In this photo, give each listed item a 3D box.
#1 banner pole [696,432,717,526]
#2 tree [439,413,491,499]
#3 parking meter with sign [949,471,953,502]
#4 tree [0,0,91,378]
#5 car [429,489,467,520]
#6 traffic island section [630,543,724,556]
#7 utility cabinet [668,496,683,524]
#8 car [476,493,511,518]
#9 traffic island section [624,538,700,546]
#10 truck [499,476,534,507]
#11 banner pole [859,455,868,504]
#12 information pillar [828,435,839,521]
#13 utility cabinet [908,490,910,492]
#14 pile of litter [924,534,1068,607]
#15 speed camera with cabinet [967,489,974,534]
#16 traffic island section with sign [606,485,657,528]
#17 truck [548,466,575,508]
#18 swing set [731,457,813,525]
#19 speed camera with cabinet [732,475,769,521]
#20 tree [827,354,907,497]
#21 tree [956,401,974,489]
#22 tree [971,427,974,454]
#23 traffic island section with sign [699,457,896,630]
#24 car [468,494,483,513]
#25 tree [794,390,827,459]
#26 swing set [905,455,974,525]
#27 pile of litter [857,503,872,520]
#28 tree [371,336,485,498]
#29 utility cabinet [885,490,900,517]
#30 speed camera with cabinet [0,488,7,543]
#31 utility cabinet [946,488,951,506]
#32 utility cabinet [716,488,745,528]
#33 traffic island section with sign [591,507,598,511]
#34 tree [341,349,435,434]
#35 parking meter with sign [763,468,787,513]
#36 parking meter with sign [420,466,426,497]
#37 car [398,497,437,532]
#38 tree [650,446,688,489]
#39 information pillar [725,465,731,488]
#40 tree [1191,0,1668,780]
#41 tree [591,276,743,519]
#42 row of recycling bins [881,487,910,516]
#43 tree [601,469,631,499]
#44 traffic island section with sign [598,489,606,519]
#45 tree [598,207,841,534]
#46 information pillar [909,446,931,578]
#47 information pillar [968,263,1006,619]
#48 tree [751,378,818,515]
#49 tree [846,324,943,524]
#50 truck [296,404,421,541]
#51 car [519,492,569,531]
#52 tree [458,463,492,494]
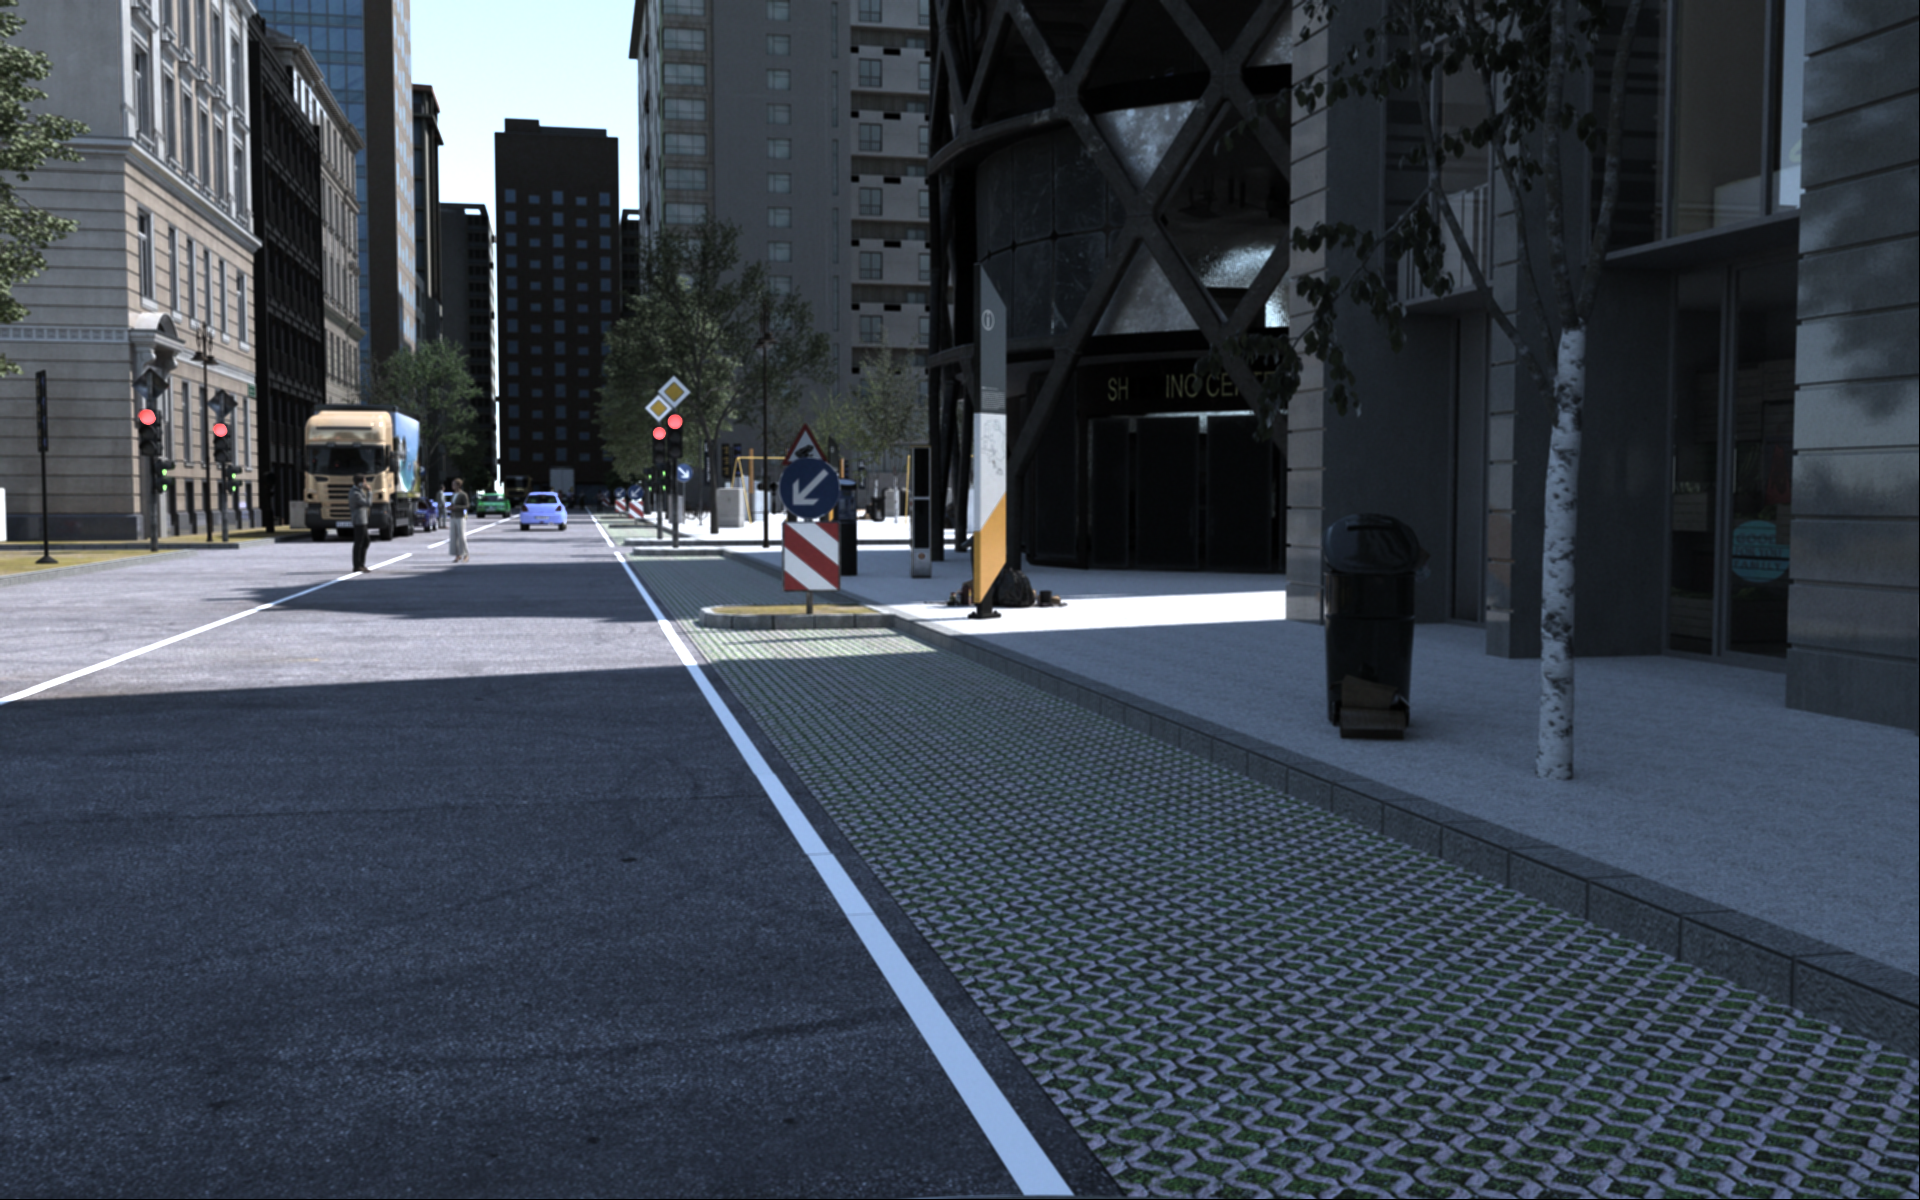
[{"bbox_3d":[-10.286,-4.900,70.136,0.863,3.779,0.401,0,4,-3],"label":"banner pole"},{"bbox_3d":[-46.875,-13.123,164.925,4.737,8.622,4.395,0,3,0],"label":"tree"},{"bbox_3d":[-0.178,-6.119,96.303,0.543,3.016,1.738,1,4,12],"label":"parking meter with sign"},{"bbox_3d":[-15.627,-6.429,23.240,7.486,12.596,7.792,0,3,0],"label":"tree"},{"bbox_3d":[-27.995,-5.208,94.735,1.945,1.707,3.694,-1,4,-10],"label":"car"},{"bbox_3d":[-6.731,-1.154,41.143,2.009,0.180,2.903,-1,4,-12],"label":"traffic island section"},{"bbox_3d":[-12.397,-3.935,75.501,0.306,1.237,1.020,-2,4,-31],"label":"utility cabinet"},{"bbox_3d":[-28.298,-5.889,105.076,1.959,1.807,4.718,-1,4,-11],"label":"car"},{"bbox_3d":[-8.455,-1.631,48.941,2.009,0.180,2.903,-1,4,-12],"label":"traffic island section"},{"bbox_3d":[-46.758,-11.471,183.466,3.469,3.379,9.791,-1,4,-11],"label":"truck"},{"bbox_3d":[-6.099,-7.370,110.510,0.863,3.779,0.401,1,4,18],"label":"banner pole"},{"bbox_3d":[-5.076,-4.772,69.370,0.183,3.616,0.504,3,5,44],"label":"information pillar"},{"bbox_3d":[-2.927,-5.887,104.936,0.318,1.500,1.173,2,4,28],"label":"utility cabinet"},{"bbox_3d":[0.411,-0.376,20.109,1.719,0.858,1.176,3,5,43],"label":"pile of litter"},{"bbox_3d":[0.740,-3.823,56.836,0.660,3.252,2.038,1,4,14],"label":"speed camera with cabinet"},{"bbox_3d":[-13.861,-3.959,73.358,1.989,1.847,2.006,-1,4,-12],"label":"traffic island section with sign"},{"bbox_3d":[-41.738,-11.787,181.628,2.839,4.237,11.283,-1,4,-13],"label":"truck"},{"bbox_3d":[-8.242,-4.650,73.654,3.119,2.851,2.862,-2,4,-29],"label":"swing set"},{"bbox_3d":[-10.125,-5.420,82.958,0.660,3.252,2.038,-3,5,-39],"label":"speed camera with cabinet"},{"bbox_3d":[-4.531,-8.630,91.466,4.737,8.622,4.395,0,3,0],"label":"tree"},{"bbox_3d":[0.882,-8.114,83.023,4.360,8.622,3.978,0,3,0],"label":"tree"},{"bbox_3d":[2.374,-9.792,110.458,4.737,8.622,4.395,0,3,0],"label":"tree"},{"bbox_3d":[-1.858,-0.641,19.115,1.989,1.847,2.006,-1,4,-12],"label":"traffic island section with sign"},{"bbox_3d":[-36.715,-7.402,132.820,2.131,1.459,4.920,-1,4,-14],"label":"car"},{"bbox_3d":[-9.348,-10.378,120.049,4.737,8.622,4.395,0,3,0],"label":"tree"},{"bbox_3d":[-0.544,-4.425,69.971,3.119,2.851,2.862,0,4,-7],"label":"swing set"},{"bbox_3d":[-4.679,-4.414,86.126,1.176,0.858,1.719,-1,4,-15],"label":"pile of litter"},{"bbox_3d":[-35.099,-11.496,113.718,9.928,11.665,9.643,0,3,0],"label":"tree"},{"bbox_3d":[-3.728,-5.276,94.948,0.318,1.500,1.173,-2,4,-31],"label":"utility cabinet"},{"bbox_3d":[-25.533,-3.108,45.145,0.660,3.252,2.038,-1,4,-13],"label":"speed camera with cabinet"},{"bbox_3d":[-0.947,-3.602,67.578,1.173,1.500,0.318,0,4,4],"label":"utility cabinet"},{"bbox_3d":[-8.643,-3.452,65.113,1.173,1.500,0.318,3,4,36],"label":"utility cabinet"},{"bbox_3d":[-30.422,-8.543,148.306,1.989,1.847,2.006,-1,4,-12],"label":"traffic island section with sign"},{"bbox_3d":[-29.117,-8.413,87.908,4.360,8.622,3.978,0,3,0],"label":"tree"},{"bbox_3d":[-12.252,-7.289,115.431,1.738,3.016,0.543,-1,4,-13],"label":"parking meter with sign"},{"bbox_3d":[-33.610,-6.824,107.838,0.543,3.016,1.738,-1,4,-13],"label":"parking meter with sign"},{"bbox_3d":[-20.989,-3.276,66.141,1.945,1.354,3.894,-1,4,-12],"label":"car"},{"bbox_3d":[-20.412,-10.286,118.546,4.737,8.622,4.395,0,3,0],"label":"tree"},{"bbox_3d":[-16.315,-7.989,121.970,0.504,3.616,0.183,-2,4,-24],"label":"information pillar"},{"bbox_3d":[2.631,-3.513,7.808,4.360,8.622,3.978,0,3,0],"label":"tree"},{"bbox_3d":[-14.613,-10.467,89.265,7.486,12.596,7.792,0,3,0],"label":"tree"},{"bbox_3d":[-2.940,-5.735,100.879,3.534,1.692,1.069,1,4,18],"label":"row of recycling bins"},{"bbox_3d":[-39.317,-13.114,198.131,4.285,4.588,4.351,0,3,0],"label":"tree"},{"bbox_3d":[-19.675,-5.569,99.681,1.989,1.847,2.006,-1,4,-12],"label":"traffic island section with sign"},{"bbox_3d":[-7.832,-7.420,55.737,8.767,10.594,7.601,0,4,6],"label":"tree"},{"bbox_3d":[-0.604,-1.344,26.460,0.304,2.012,0.304,-1,4,-8],"label":"information pillar"},{"bbox_3d":[0.302,-1.622,17.870,0.183,3.616,0.504,3,4,36],"label":"information pillar"},{"bbox_3d":[-10.476,-9.362,103.436,4.360,8.622,3.978,0,3,0],"label":"tree"},{"bbox_3d":[-2.784,-7.589,74.447,4.360,8.622,3.978,0,3,0],"label":"tree"},{"bbox_3d":[-19.335,-4.121,56.293,2.839,4.237,11.283,-1,4,-12],"label":"truck"},{"bbox_3d":[-16.519,-3.616,68.710,1.945,1.707,3.694,-1,4,-11],"label":"car"},{"bbox_3d":[-54.383,-12.936,195.210,4.285,4.588,4.351,0,3,0],"label":"tree"}]
